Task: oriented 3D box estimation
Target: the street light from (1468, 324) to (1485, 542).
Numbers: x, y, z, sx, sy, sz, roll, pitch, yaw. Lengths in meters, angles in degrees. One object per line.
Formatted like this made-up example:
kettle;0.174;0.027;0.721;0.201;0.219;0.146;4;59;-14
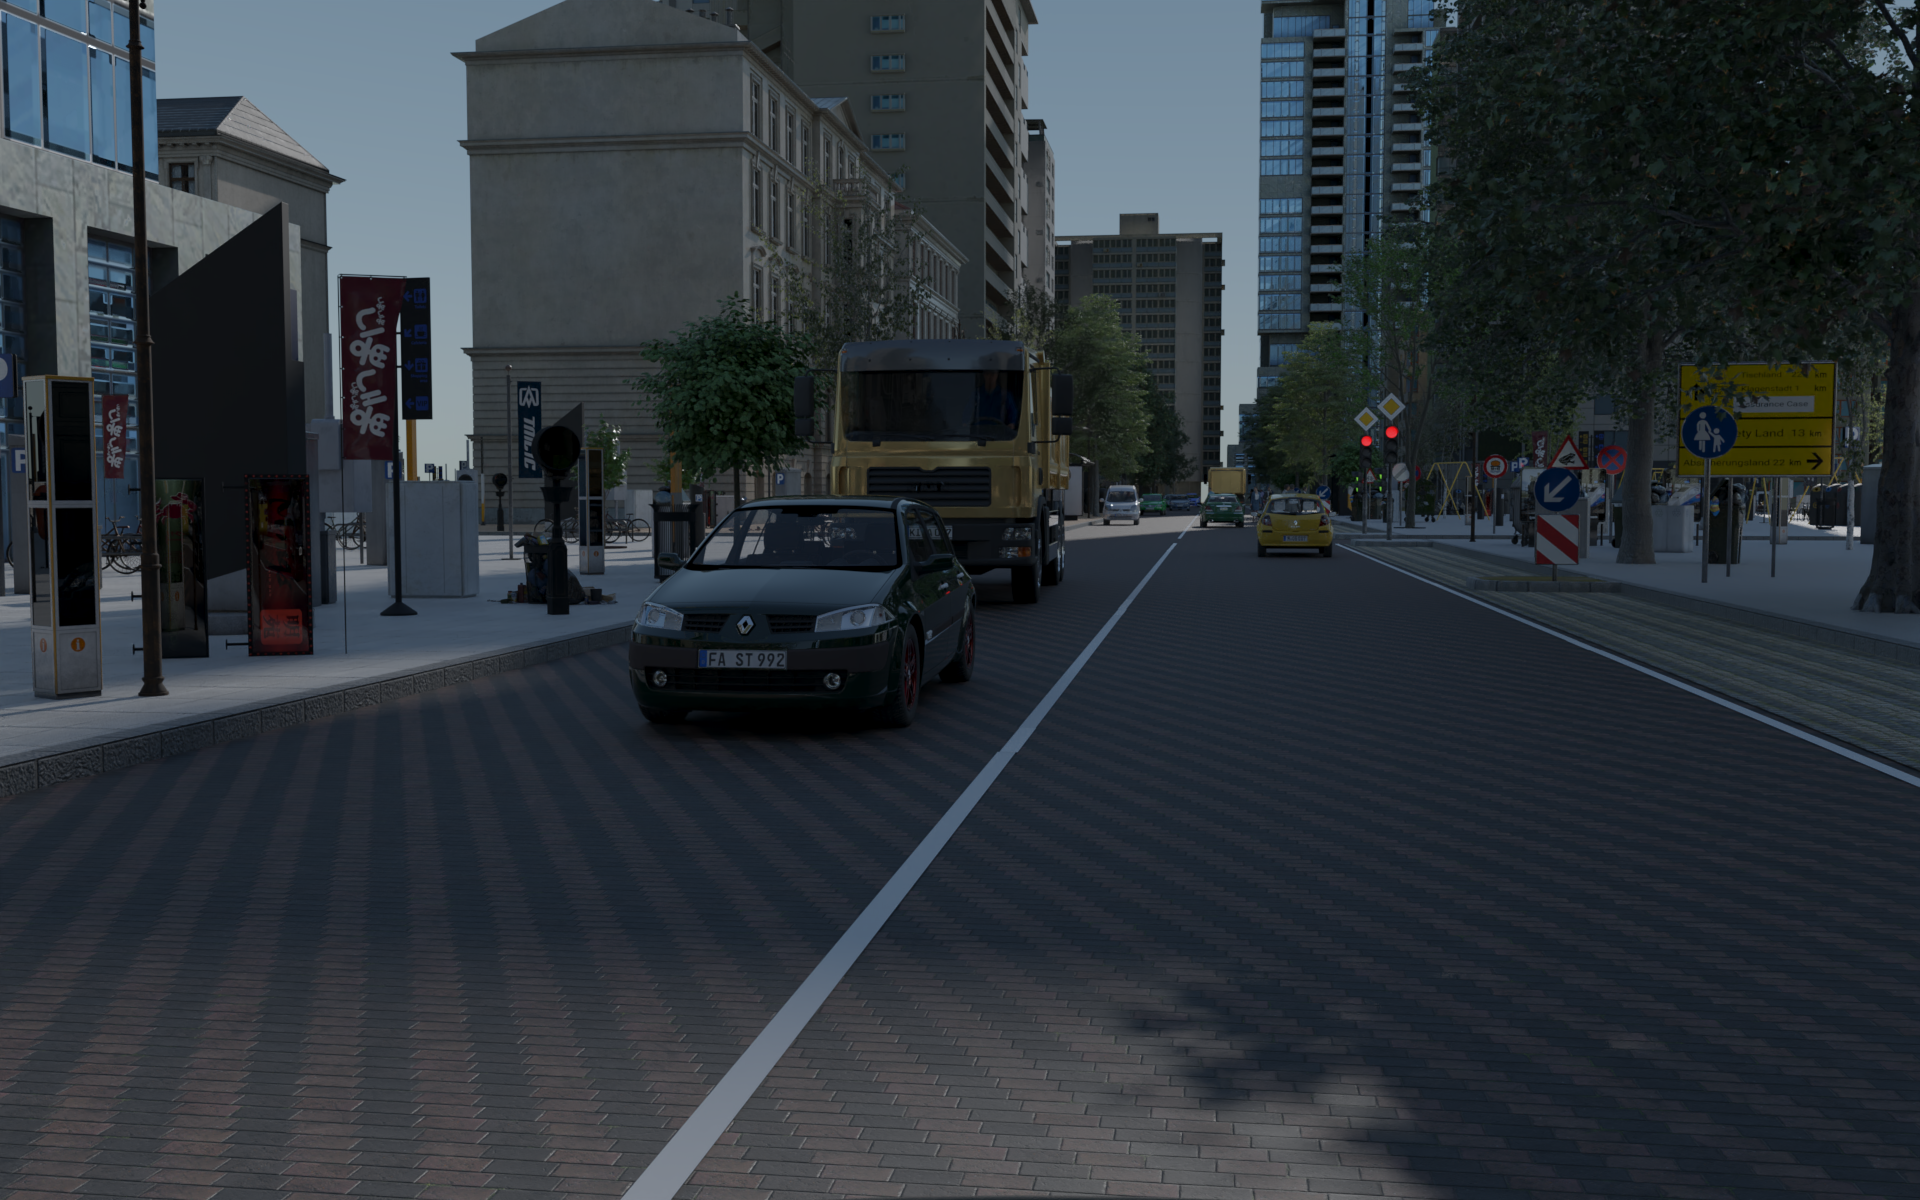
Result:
street light;13.758;-4.497;46.307;0.468;5.910;1.993;1;4;8

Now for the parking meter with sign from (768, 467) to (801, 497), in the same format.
parking meter with sign;-4.846;-3.234;49.142;0.543;3.016;1.738;3;4;37

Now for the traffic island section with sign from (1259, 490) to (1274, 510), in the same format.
traffic island section with sign;28.019;-9.093;157.297;1.989;1.847;2.006;1;4;8

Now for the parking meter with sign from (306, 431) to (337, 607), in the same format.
parking meter with sign;-7.493;-1.421;19.492;0.543;3.016;1.738;0;4;-4

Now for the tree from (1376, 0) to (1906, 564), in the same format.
tree;12.637;-7.647;31.687;9.857;13.997;8.962;0;3;0

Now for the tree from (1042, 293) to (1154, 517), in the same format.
tree;7.369;-11.030;98.464;7.486;12.596;7.792;0;3;0

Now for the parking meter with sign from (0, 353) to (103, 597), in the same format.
parking meter with sign;-11.863;-1.599;22.413;0.543;3.016;1.738;1;4;9

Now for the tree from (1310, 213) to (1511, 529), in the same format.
tree;16.795;-8.466;64.167;9.928;11.665;9.643;0;3;0

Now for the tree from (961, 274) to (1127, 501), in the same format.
tree;3.667;-8.514;73.619;7.601;10.594;8.767;2;4;32

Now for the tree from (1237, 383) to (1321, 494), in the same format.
tree;36.380;-17.642;195.103;9.857;13.997;8.962;0;3;0

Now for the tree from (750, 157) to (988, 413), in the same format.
tree;-2.310;-5.308;37.154;4.360;8.622;3.978;0;3;0

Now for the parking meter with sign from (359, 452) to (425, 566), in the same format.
parking meter with sign;-10.392;-2.136;31.192;1.738;3.016;0.543;3;5;43

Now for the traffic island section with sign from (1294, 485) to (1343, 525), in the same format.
traffic island section with sign;16.694;-4.385;80.319;1.989;1.847;2.006;1;4;8

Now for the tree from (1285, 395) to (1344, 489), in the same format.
tree;25.214;-10.464;121.441;4.737;8.622;4.395;0;3;0

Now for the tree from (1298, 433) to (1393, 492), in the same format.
tree;21.117;-6.608;91.761;4.285;4.588;4.351;0;3;0

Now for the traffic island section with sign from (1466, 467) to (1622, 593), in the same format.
traffic island section with sign;8.712;-1.065;26.040;1.989;1.847;2.006;1;4;8

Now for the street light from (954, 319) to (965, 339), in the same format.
street light;-0.014;-4.474;45.945;0.468;5.910;1.993;1;4;8

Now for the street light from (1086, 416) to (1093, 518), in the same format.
street light;6.887;-7.320;92.475;0.468;5.910;1.993;1;4;8

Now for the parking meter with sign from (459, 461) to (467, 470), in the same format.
parking meter with sign;-25.098;-5.726;89.887;1.738;3.016;0.543;2;4;23

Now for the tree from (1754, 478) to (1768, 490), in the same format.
tree;46.288;-9.018;97.801;4.737;8.622;4.395;0;3;0

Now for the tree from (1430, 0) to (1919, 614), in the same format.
tree;10.230;-6.207;18.485;9.611;12.733;9.660;0;3;0

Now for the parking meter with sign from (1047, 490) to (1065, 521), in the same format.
parking meter with sign;4.411;-5.275;82.512;0.543;3.016;1.738;3;5;45

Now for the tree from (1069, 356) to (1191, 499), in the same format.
tree;13.136;-13.518;138.031;9.611;12.733;9.660;0;3;0

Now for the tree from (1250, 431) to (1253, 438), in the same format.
tree;28.929;-14.202;150.325;7.486;12.596;7.792;0;3;0

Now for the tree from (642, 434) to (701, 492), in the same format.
tree;-7.827;-3.302;48.583;1.663;3.219;1.824;0;3;0

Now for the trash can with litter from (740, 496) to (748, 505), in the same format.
trash can with litter;-7.361;-3.049;60.911;1.678;1.210;2.233;2;4;24

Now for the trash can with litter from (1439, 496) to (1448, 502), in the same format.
trash can with litter;30.751;-6.100;111.120;1.055;1.170;0.624;1;4;21

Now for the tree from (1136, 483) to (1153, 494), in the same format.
tree;20.695;-14.532;187.964;4.360;8.622;3.978;0;3;0

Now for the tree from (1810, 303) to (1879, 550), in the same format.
tree;20.222;-5.458;39.594;4.360;8.622;3.978;0;3;0

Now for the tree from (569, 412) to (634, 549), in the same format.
tree;-8.517;-2.824;40.778;1.663;3.219;1.824;0;3;0

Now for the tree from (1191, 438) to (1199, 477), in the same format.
tree;18.288;-15.817;175.609;9.611;12.733;9.660;0;3;0

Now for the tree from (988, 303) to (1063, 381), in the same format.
tree;1.715;-7.082;66.146;4.360;8.622;3.978;0;3;0

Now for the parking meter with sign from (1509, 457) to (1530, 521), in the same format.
parking meter with sign;26.374;-5.229;81.761;0.543;3.016;1.738;2;4;31

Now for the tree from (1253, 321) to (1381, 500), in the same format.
tree;23.894;-11.983;114.047;7.486;12.596;7.792;0;3;0

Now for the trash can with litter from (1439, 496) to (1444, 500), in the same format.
trash can with litter;32.682;-6.558;118.279;1.678;1.210;2.233;-3;4;-38

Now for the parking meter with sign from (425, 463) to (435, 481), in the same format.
parking meter with sign;-30.329;-6.302;99.303;0.543;3.016;1.738;-1;4;-13

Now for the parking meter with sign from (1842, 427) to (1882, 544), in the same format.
parking meter with sign;23.378;-2.925;44.091;0.543;3.016;1.738;-2;4;-25

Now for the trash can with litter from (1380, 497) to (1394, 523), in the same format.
trash can with litter;19.041;-4.029;77.254;0.624;1.170;1.055;1;4;14

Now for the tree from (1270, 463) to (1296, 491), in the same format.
tree;31.165;-10.823;160.667;4.285;4.588;4.351;0;3;0

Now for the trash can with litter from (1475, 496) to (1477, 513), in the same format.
trash can with litter;35.473;-6.533;117.871;2.233;1.210;1.678;0;4;1

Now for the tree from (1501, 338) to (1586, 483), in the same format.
tree;25.441;-7.617;74.900;4.737;8.622;4.395;0;3;0

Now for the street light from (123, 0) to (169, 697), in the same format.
street light;-5.144;-2.329;10.869;0.468;5.910;1.993;1;4;8

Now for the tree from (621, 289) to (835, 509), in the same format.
tree;-3.699;-2.701;27.873;4.285;4.588;4.351;0;3;0

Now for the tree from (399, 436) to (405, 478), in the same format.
tree;-15.970;-3.293;48.440;1.663;3.219;1.824;0;3;0

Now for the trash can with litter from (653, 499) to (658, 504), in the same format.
trash can with litter;-12.219;-3.614;70.482;1.055;1.170;0.624;0;4;-6

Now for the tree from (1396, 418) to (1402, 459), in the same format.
tree;33.726;-10.727;125.742;4.360;8.622;3.978;0;3;0

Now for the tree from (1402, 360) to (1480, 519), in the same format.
tree;25.488;-8.595;90.887;4.360;8.622;3.978;0;3;0

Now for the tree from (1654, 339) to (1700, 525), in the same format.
tree;28.499;-7.119;66.765;4.360;8.622;3.978;0;3;0
